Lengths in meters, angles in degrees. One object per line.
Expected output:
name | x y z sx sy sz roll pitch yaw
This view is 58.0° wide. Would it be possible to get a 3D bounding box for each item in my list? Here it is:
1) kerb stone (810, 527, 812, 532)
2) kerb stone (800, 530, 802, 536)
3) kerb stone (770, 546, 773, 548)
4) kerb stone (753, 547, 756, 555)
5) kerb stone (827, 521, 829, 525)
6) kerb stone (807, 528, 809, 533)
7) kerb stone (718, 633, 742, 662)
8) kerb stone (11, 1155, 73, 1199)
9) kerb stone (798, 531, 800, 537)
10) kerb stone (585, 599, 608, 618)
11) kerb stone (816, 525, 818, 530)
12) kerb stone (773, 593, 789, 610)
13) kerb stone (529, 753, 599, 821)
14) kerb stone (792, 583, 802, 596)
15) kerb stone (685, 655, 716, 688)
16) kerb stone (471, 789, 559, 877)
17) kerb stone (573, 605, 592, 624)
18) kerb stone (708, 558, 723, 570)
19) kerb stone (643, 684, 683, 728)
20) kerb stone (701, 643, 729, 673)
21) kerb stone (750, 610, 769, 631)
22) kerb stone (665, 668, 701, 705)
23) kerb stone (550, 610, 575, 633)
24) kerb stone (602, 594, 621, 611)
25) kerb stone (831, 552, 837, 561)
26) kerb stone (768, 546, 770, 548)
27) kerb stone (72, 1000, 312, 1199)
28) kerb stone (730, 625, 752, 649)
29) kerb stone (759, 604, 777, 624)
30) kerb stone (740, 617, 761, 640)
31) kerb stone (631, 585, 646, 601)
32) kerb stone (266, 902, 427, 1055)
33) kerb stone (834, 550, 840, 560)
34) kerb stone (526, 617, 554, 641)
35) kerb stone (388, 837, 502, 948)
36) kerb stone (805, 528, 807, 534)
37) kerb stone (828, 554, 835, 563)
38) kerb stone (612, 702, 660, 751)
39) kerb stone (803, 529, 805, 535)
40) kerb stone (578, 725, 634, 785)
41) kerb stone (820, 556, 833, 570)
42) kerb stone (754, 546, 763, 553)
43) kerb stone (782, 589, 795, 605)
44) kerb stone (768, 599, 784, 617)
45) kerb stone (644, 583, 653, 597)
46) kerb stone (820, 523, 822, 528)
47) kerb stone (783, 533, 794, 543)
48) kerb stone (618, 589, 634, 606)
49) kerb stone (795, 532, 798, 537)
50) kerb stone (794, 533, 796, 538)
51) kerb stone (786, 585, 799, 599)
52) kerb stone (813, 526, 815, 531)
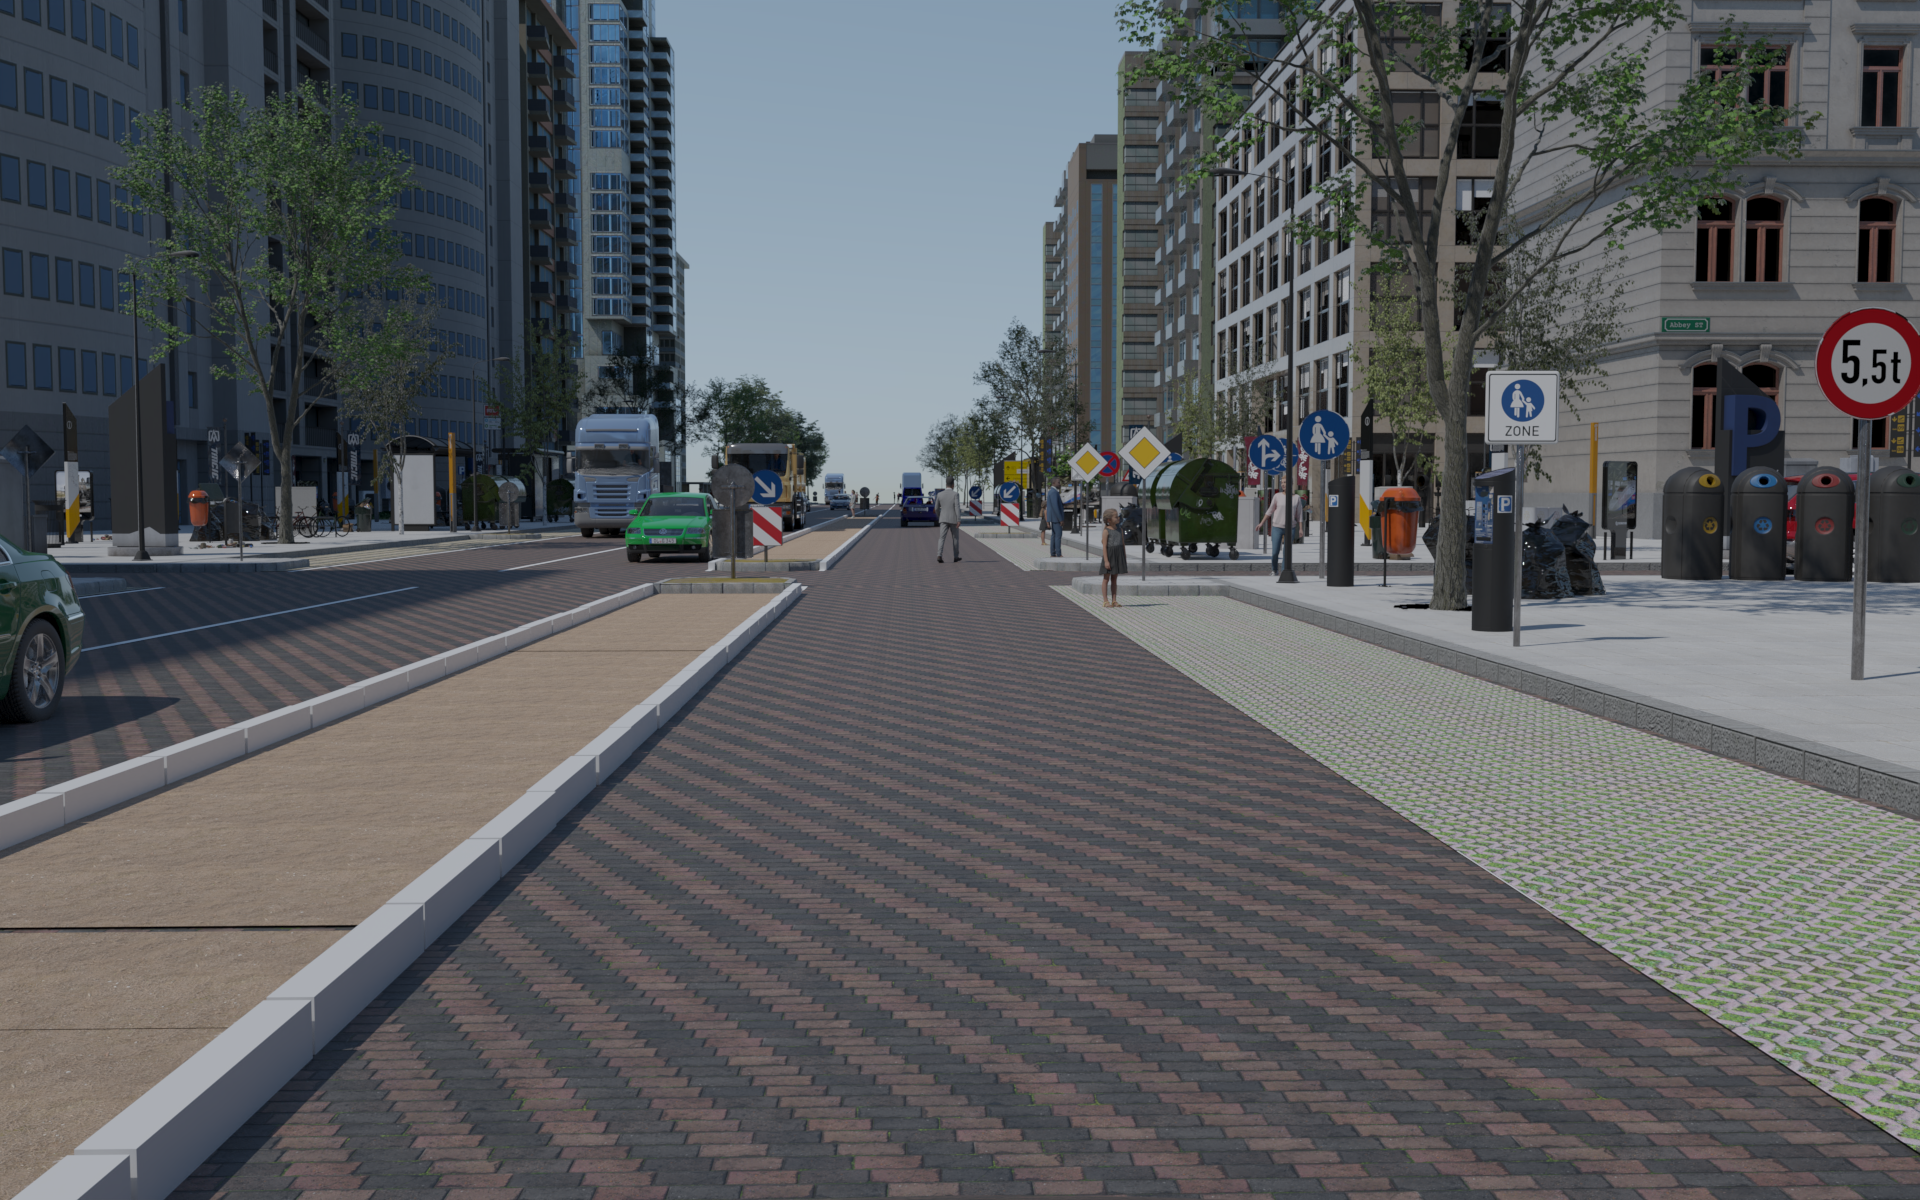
kerb stone | -5.646 -2.547 63.833 0.120 0.150 1.000 0 4 -2
kerb stone | -5.441 -2.169 57.691 0.120 0.150 1.000 0 4 -2
kerb stone | -5.080 -1.418 45.399 0.120 0.150 1.000 0 4 -2
kerb stone | -4.914 -1.105 40.262 0.120 0.150 1.000 0 4 -2
kerb stone | -6.044 -3.362 77.157 0.120 0.150 1.000 0 4 -2
kerb stone | -5.577 -2.415 61.791 0.120 0.150 1.000 0 4 -2
kerb stone | -2.040 0.430 15.170 0.120 0.150 1.000 0 4 -2
kerb stone | -1.659 1.184 2.872 0.120 0.150 1.000 0 4 -2
kerb stone | -5.415 -2.108 56.666 0.120 0.150 1.000 0 4 -2
kerb stone | -4.296 0.119 20.256 0.120 0.150 1.000 0 4 -2
kerb stone | -5.765 -2.796 67.922 0.120 0.150 1.000 0 4 -2
kerb stone | -2.232 0.053 21.328 0.120 0.150 1.000 0 4 -2
kerb stone | -1.829 0.869 7.986 0.120 0.150 1.000 0 4 -2
kerb stone | -2.324 -0.134 24.404 0.120 0.150 1.000 0 4 -2
kerb stone | -1.983 0.555 13.119 0.120 0.150 1.000 0 4 -2
kerb stone | -1.786 0.932 6.965 0.120 0.150 1.000 0 4 -2
kerb stone | -4.266 0.191 19.232 0.120 0.150 1.000 0 4 -2
kerb stone | -4.691 -0.666 33.091 0.120 0.150 1.000 0 4 -2
kerb stone | -1.911 0.680 11.076 0.120 0.150 1.000 0 4 -2
kerb stone | -2.020 0.492 14.148 0.120 0.150 1.000 0 4 -2
kerb stone | -2.138 0.241 18.256 0.120 0.150 1.000 0 4 -2
kerb stone | -1.946 0.618 12.098 0.120 0.150 1.000 0 4 -2
kerb stone | -4.235 0.244 18.203 0.120 0.150 1.000 0 4 -2
kerb stone | -4.335 0.057 21.277 0.120 0.150 1.000 0 4 -2
kerb stone | -2.695 -0.855 36.179 0.120 0.150 1.000 0 4 -2
kerb stone | -5.037 -1.356 44.368 0.120 0.150 1.000 0 4 -2
kerb stone | -1.689 1.119 3.893 0.120 0.150 1.000 0 4 -2
kerb stone | -2.076 0.366 16.207 0.120 0.150 1.000 0 4 -2
kerb stone | -2.169 0.178 19.279 0.120 0.150 1.000 0 4 -2
kerb stone | -2.108 0.305 17.234 0.120 0.150 1.000 0 4 -2
kerb stone | -4.396 -0.069 23.322 0.120 0.150 1.000 0 4 -2
kerb stone | -1.722 1.057 4.918 0.120 0.150 1.000 0 4 -2
kerb stone | -2.718 -0.918 37.200 0.120 0.150 1.000 0 4 -2
kerb stone | -4.212 0.307 17.181 0.120 0.150 1.000 0 4 -2
kerb stone | -1.757 0.994 5.940 0.120 0.150 1.000 0 4 -2
kerb stone | -5.548 -2.359 60.769 0.120 0.150 1.000 0 4 -2
kerb stone | -2.666 -0.789 35.157 0.120 0.150 1.000 0 4 -2
kerb stone | -1.890 0.744 10.048 0.120 0.150 1.000 0 4 -2
kerb stone | -5.517 -2.296 59.742 0.120 0.150 1.000 0 4 -2
kerb stone | -1.851 0.806 9.021 0.120 0.150 1.000 0 4 -2
kerb stone | -2.627 -0.730 34.136 0.120 0.150 1.000 0 4 -2
kerb stone | -4.980 -1.231 42.322 0.120 0.150 1.000 0 4 -2
kerb stone | -2.258 -0.003 22.351 0.120 0.150 1.000 0 4 -2
kerb stone | -2.192 0.121 20.307 0.120 0.150 1.000 0 4 -2
kerb stone | -4.421 -0.131 24.344 0.120 0.150 1.000 0 4 -2
kerb stone | -5.862 -2.985 71.001 0.120 0.150 1.000 0 4 -2
kerb stone | -5.323 -1.921 53.596 0.120 0.150 1.000 0 4 -2
kerb stone | -4.364 -0.002 22.300 0.120 0.150 1.000 0 4 -2
kerb stone | -5.388 -2.046 55.644 0.120 0.150 1.000 0 4 -2
kerb stone | -5.354 -1.979 54.623 0.120 0.150 1.000 0 4 -2
kerb stone | -2.296 -0.070 23.372 0.120 0.150 1.000 0 4 -2
kerb stone | -5.710 -2.670 65.876 0.120 0.150 1.000 0 4 -2
